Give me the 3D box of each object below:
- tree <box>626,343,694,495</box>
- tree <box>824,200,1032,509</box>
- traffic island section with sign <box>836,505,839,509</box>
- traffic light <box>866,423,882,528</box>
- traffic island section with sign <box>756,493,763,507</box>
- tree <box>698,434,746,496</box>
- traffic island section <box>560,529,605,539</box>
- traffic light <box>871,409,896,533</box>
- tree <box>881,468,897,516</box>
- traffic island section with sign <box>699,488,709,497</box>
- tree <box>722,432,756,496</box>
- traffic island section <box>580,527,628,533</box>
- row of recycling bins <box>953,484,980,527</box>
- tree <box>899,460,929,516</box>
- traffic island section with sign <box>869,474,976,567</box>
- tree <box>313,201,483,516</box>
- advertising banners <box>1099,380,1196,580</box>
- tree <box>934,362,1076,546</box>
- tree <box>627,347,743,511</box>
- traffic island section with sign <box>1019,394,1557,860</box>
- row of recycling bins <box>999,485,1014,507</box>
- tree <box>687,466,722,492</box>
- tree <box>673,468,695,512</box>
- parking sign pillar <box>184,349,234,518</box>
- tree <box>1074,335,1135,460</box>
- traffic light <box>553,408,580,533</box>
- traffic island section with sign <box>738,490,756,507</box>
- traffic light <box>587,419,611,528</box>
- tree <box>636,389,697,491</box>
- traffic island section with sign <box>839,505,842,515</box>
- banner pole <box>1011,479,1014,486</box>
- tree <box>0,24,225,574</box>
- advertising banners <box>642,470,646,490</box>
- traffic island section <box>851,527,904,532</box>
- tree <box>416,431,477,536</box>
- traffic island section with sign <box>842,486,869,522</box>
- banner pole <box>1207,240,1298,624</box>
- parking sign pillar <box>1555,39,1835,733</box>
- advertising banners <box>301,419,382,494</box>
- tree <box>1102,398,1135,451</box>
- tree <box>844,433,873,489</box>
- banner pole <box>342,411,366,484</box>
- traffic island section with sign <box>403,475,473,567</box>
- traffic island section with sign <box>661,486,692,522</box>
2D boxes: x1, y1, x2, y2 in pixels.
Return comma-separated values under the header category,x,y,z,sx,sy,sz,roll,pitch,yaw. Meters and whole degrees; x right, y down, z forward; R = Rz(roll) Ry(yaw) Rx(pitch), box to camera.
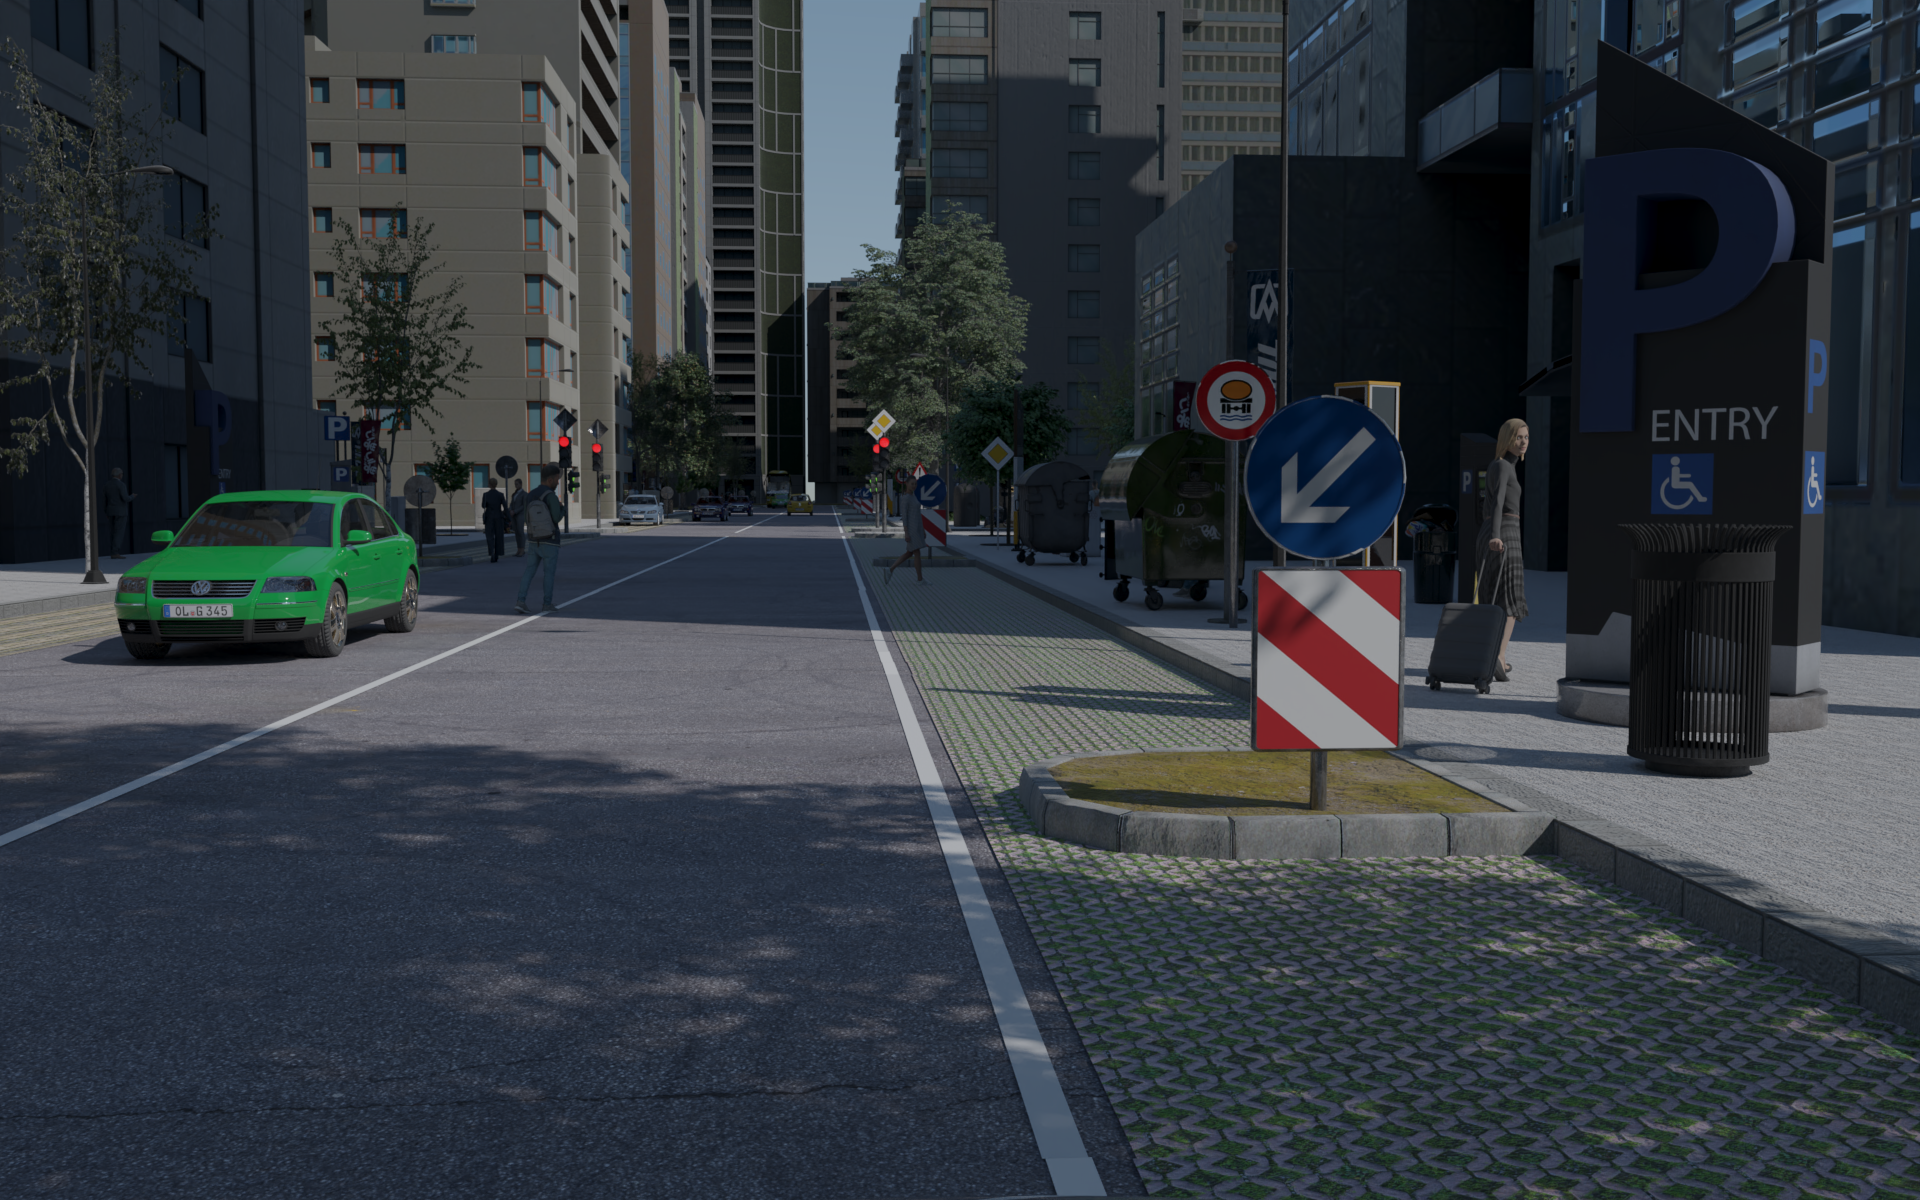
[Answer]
category,x,y,z,sx,sy,sz,roll,pitch,yaw
tree,-19.099,-10.241,101.854,7.601,10.594,8.767,0,4,-1
tree,-1.241,-10.412,76.889,9.857,13.997,8.962,0,3,0
traffic island section with sign,-10.831,-9.681,166.916,1.989,1.847,2.006,0,4,-4
traffic light,-3.139,-4.674,65.338,0.839,4.253,0.868,0,4,-4
traffic island section with sign,-23.036,-11.331,193.895,1.989,1.847,2.006,0,4,-4
tree,-22.924,-12.703,158.049,4.737,8.622,4.395,0,3,0
traffic island section,-12.904,-2.106,56.708,2.009,0.180,2.903,0,4,-4
traffic light,-2.533,-4.187,57.376,0.839,4.253,0.868,0,4,-4
tree,-4.278,-6.985,108.798,1.663,3.219,1.824,0,3,0
traffic island section with sign,-17.106,-6.574,116.105,1.989,1.847,2.006,0,4,-4
tree,-26.669,-15.712,207.247,4.360,8.622,3.978,0,3,0
traffic island section,-13.510,-2.593,64.670,2.009,0.180,2.903,0,4,-4
row of recycling bins,0.259,-3.799,69.229,1.069,1.692,3.534,0,4,4
tree,-2.025,-5.840,90.086,1.663,3.219,1.824,0,3,0
traffic island section with sign,-0.744,-1.587,34.582,1.989,1.847,2.006,0,4,-4
tree,-14.620,-5.757,44.490,4.737,8.622,4.395,0,3,0
advertising banners,2.889,-1.844,26.343,2.074,3.025,0.090,-3,5,-40
tree,1.220,-3.639,43.212,4.285,4.588,4.351,0,3,0
tree,-21.613,-13.316,134.726,9.611,12.733,9.660,0,3,0
traffic island section with sign,1.300,0.057,7.704,1.989,1.847,2.006,0,4,-4
row of recycling bins,3.404,-4.131,74.648,3.534,1.692,1.069,0,4,2
tree,-22.383,-10.283,151.843,4.285,4.588,4.351,0,3,0
tree,-20.389,-8.060,126.381,1.663,3.219,1.824,0,3,0
parking sign pillar,-14.203,-2.712,32.814,1.447,3.967,1.447,0,4,-5
tree,7.348,-7.892,79.401,4.737,8.622,4.395,0,3,0
traffic light,-12.863,-4.138,56.576,0.839,4.253,0.868,0,4,-4
traffic island section with sign,-20.985,-9.688,167.018,1.989,1.847,2.006,0,4,-4
traffic light,-13.469,-4.625,64.538,0.839,4.253,0.868,0,4,-4
tree,-20.895,-10.486,121.802,4.360,8.622,3.978,0,3,0
traffic island section with sign,-7.014,-6.622,116.898,1.989,1.847,2.006,0,4,-4
banner pole,2.423,-6.017,88.393,0.863,3.779,0.401,-2,4,-34
tree,-13.988,-4.730,27.702,4.360,8.622,3.978,0,3,0
advertising banners,-23.523,-8.005,127.065,0.090,3.025,2.074,-3,4,-37
traffic island section,-3.098,-2.641,65.455,2.009,0.180,2.903,0,4,-4
tree,-15.547,-3.581,53.158,1.663,3.219,1.824,0,3,0
traffic island section with sign,-4.968,-4.978,90.020,1.989,1.847,2.006,0,4,-4
banner pole,2.887,-1.657,17.113,0.863,3.779,0.401,1,4,21
parking sign pillar,4.201,-1.309,9.875,1.447,3.967,1.447,3,5,42
advertising banners,-14.562,-2.722,40.699,2.074,3.025,0.090,0,4,5
tree,5.614,-3.928,47.933,4.285,4.588,4.351,0,3,0
tree,-11.757,-15.624,205.814,4.737,8.622,4.395,0,3,0
banner pole,-18.341,-3.816,52.412,0.863,3.779,0.401,-1,4,-11
traffic island section with sign,-10.909,-1.600,34.793,1.989,1.847,2.006,0,4,-4
traffic island section with sign,-15.048,-4.930,89.228,1.989,1.847,2.006,0,4,-4
